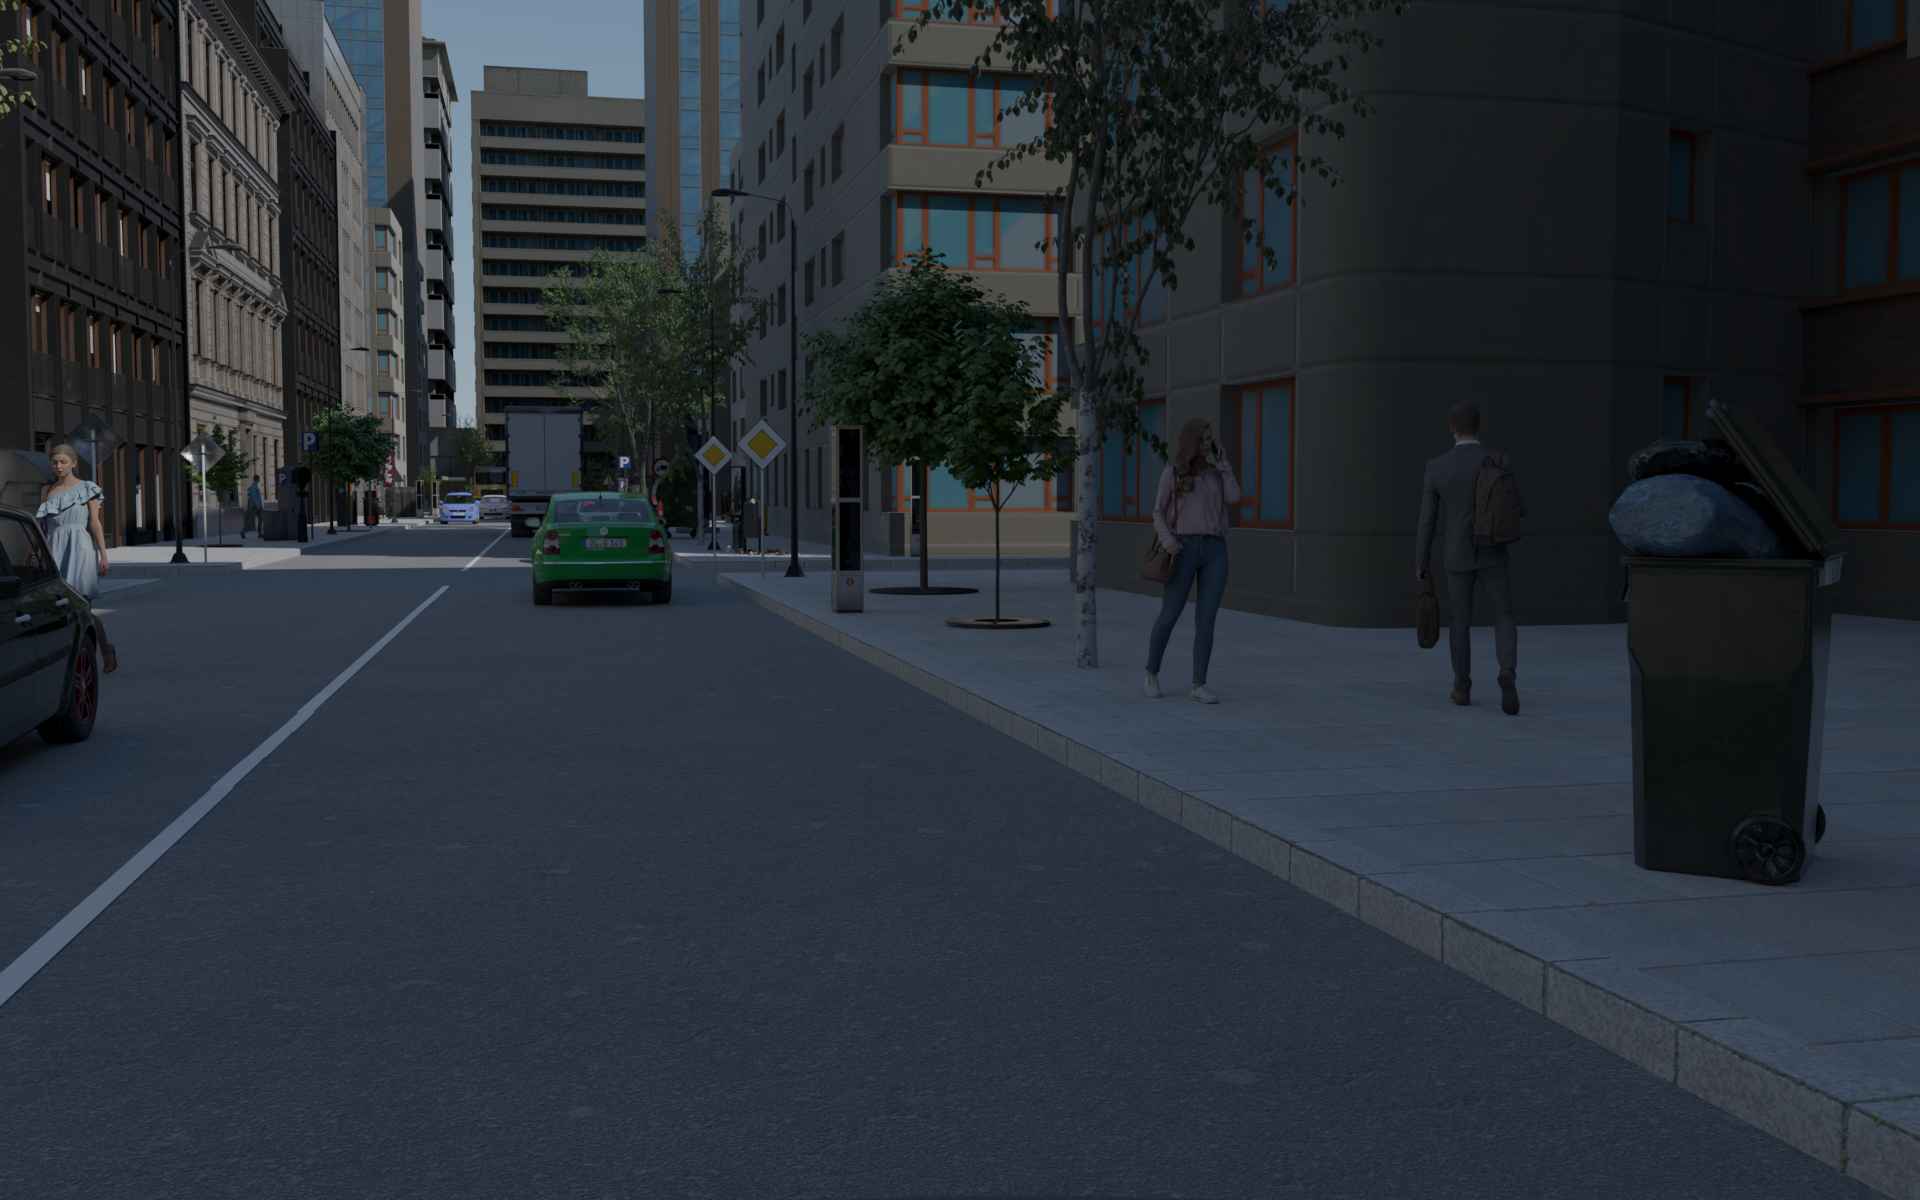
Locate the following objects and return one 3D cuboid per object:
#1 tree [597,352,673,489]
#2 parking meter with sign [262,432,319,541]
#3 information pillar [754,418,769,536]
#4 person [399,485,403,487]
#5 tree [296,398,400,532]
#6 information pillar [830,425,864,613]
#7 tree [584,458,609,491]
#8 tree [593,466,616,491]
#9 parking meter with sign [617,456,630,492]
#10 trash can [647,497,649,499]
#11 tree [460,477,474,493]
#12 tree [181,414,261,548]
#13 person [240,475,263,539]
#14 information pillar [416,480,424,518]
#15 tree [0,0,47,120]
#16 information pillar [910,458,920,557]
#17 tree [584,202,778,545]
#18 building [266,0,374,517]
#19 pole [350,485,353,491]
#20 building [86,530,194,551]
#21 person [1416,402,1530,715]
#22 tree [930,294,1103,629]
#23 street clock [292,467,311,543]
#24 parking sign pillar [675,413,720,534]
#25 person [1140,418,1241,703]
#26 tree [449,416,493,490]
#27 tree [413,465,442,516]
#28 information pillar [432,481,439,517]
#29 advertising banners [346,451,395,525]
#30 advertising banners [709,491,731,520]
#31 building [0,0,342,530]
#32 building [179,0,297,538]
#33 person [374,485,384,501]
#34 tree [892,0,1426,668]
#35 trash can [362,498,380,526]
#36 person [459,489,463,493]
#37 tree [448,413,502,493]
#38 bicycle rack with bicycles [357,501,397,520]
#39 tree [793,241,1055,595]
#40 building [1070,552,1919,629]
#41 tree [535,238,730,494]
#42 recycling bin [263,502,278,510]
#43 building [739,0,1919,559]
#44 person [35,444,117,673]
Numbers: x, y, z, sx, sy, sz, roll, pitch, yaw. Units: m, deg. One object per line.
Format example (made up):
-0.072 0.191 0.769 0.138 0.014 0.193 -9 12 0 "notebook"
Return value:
-16.260 -8.415 87.941 4.360 8.622 3.978 0 3 0 "tree"
-18.537 -3.160 47.926 0.543 3.016 1.738 1 4 21 "parking meter with sign"
-6.121 -3.788 53.284 0.183 3.616 0.504 3 4 36 "information pillar"
-33.853 -6.044 104.748 0.514 1.842 0.818 3 5 41 "person"
-20.930 -4.619 59.237 4.285 4.588 4.351 0 3 0 "tree"
-1.222 -0.870 18.717 0.304 2.012 0.304 -1 4 -16 "information pillar"
-32.312 -10.371 153.271 4.285 4.588 4.351 0 3 0 "tree"
-24.860 -7.731 121.000 1.663 3.219 1.824 0 3 0 "tree"
-15.690 -5.162 80.664 0.543 3.016 1.738 -1 4 -16 "parking meter with sign"
-13.727 -3.840 74.438 0.748 1.137 0.748 0 3 0 "trash can"
-47.804 -10.653 168.774 1.663 3.219 1.824 0 3 0 "tree"
-18.049 -2.902 42.055 1.663 3.219 1.824 0 3 0 "tree"
-20.351 -2.691 49.910 0.748 1.841 0.638 0 4 -1 "person"
-28.842 -5.383 92.506 0.304 2.012 0.304 0 4 4 "information pillar"
-10.200 -3.931 14.638 4.737 8.622 4.395 0 3 0 "tree"
-0.876 -1.893 35.443 0.304 2.012 0.304 0 4 -2 "information pillar"
-6.732 -5.676 43.169 4.737 8.622 4.395 0 3 0 "tree"
-38.465 -16.721 91.417 12.078 24.808 19.932 -1 4 -13 "building"
-25.293 -4.771 71.853 0.158 3.312 0.155 0 3 0 "pole"
-26.073 -12.846 39.715 12.332 23.373 15.834 -1 4 -13 "building"
3.052 -0.264 10.322 0.622 1.834 0.822 0 4 8 "person"
0.289 -1.352 16.714 1.663 3.219 1.824 0 3 0 "tree"
-17.367 -2.517 45.715 0.358 2.002 0.471 2 4 24 "street clock"
-8.633 -4.184 56.879 1.447 3.967 1.447 1 4 10 "parking sign pillar"
1.399 -0.255 10.808 0.593 1.750 0.643 -1 4 -10 "person"
-46.006 -13.043 163.623 4.360 8.622 3.978 0 3 0 "tree"
-31.578 -6.659 103.482 1.663 3.219 1.824 0 3 0 "tree"
-30.013 -5.787 99.111 0.304 2.012 0.304 0 4 2 "information pillar"
-24.180 -4.572 70.941 2.074 3.025 0.090 -1 4 -12 "advertising banners"
-12.450 -5.528 86.570 2.074 3.025 0.090 0 4 -2 "advertising banners"
-33.911 -14.940 73.940 12.332 23.373 15.834 -1 4 -13 "building"
-28.738 -11.783 57.282 10.561 19.102 19.286 -1 4 -13 "building"
-30.772 -5.203 91.474 0.532 1.782 0.716 1 4 9 "person"
1.178 -3.806 12.588 4.360 8.622 3.978 0 3 0 "tree"
-23.739 -3.558 69.826 0.748 1.137 0.748 0 3 0 "trash can"
-46.820 -9.505 162.186 1.217 1.736 0.721 1 4 12 "person"
-44.414 -12.610 156.540 4.737 8.622 4.395 0 3 0 "tree"
-29.868 -4.544 87.676 2.852 0.926 2.925 -2 4 -25 "bicycle rack with bicycles"
-0.387 -2.374 22.531 4.285 4.588 4.351 0 3 0 "tree"
18.382 -10.311 13.617 27.650 21.520 28.899 -1 4 -13 "building"
-13.327 -8.923 71.652 9.928 11.665 9.643 0 3 0 "tree"
-20.966 -2.494 53.326 0.722 1.027 0.722 0 4 -4 "recycling bin"
9.416 -12.647 51.826 28.899 21.520 27.650 -1 4 -13 "building"
-6.904 -0.294 13.394 0.616 1.811 0.778 0 4 8 "person"
